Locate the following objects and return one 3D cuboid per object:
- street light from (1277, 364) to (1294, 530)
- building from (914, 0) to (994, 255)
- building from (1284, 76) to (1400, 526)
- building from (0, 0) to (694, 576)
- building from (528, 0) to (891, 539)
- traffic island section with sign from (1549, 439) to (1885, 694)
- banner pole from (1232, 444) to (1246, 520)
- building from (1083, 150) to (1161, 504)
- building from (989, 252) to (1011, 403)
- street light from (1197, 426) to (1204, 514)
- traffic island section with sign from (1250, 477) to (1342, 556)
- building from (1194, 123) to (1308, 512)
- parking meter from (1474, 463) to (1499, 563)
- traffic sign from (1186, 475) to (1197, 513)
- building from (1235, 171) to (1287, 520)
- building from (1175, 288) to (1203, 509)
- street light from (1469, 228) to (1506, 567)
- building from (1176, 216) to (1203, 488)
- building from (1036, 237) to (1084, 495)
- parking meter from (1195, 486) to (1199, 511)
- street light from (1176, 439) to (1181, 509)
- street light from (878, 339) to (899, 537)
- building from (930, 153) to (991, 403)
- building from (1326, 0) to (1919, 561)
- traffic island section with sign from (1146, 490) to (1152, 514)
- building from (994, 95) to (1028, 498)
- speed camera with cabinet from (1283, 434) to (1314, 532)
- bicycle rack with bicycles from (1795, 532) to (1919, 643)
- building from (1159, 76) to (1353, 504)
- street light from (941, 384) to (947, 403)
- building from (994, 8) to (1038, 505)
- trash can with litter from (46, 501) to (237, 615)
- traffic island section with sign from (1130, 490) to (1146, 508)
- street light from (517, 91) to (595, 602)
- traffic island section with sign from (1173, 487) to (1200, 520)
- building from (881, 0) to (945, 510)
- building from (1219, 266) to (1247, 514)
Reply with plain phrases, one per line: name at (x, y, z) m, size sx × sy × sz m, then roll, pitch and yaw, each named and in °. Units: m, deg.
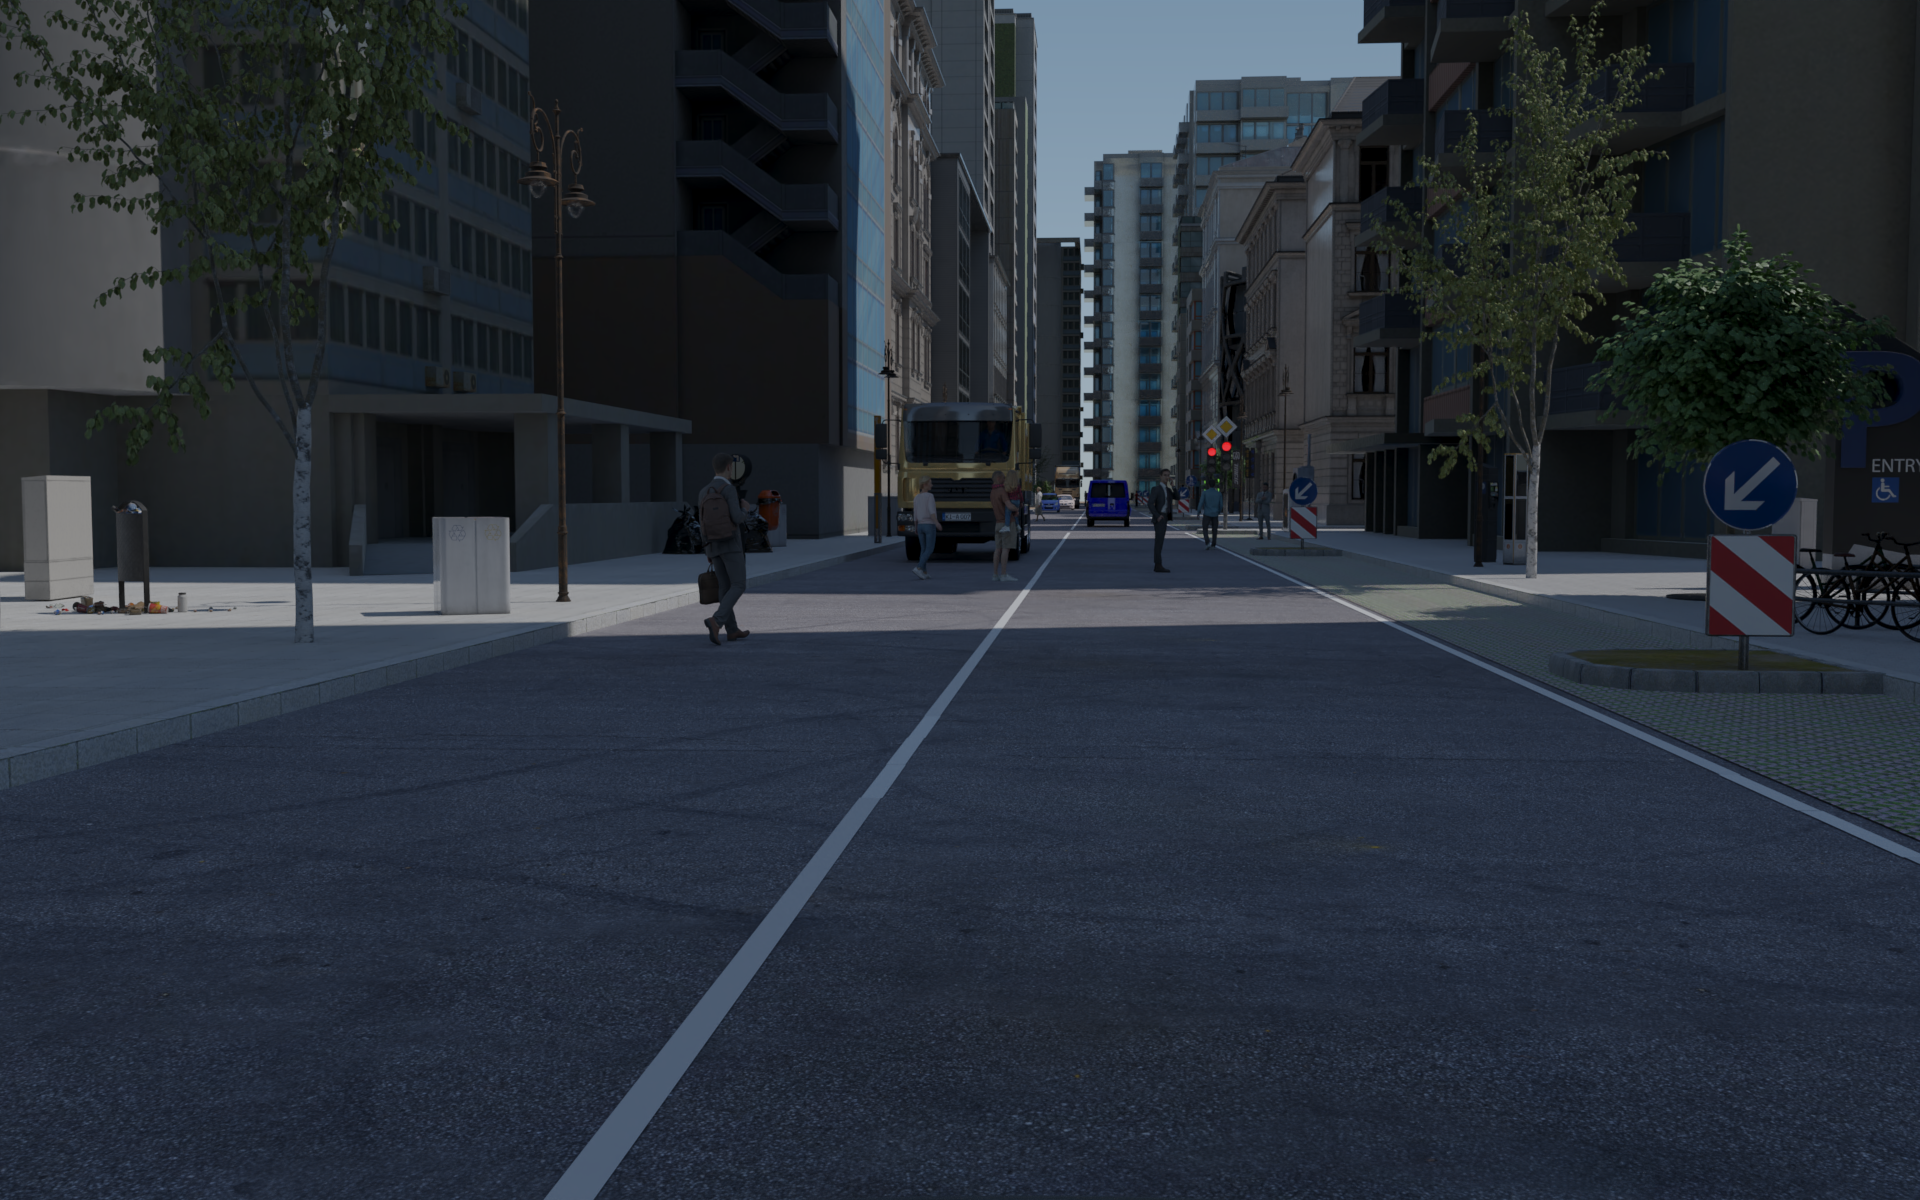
street light at (11.575, -5.438, 61.701) m, size 0.468 × 5.910 × 1.993 m, roll 0°, pitch 4°, yaw 5°
building at (-5.164, -43.885, 155.765) m, size 20.563 × 71.187 × 20.611 m, roll 0°, pitch 4°, yaw 5°
building at (24.361, -12.808, 74.039) m, size 19.286 × 19.102 × 10.561 m, roll 0°, pitch 4°, yaw 5°
building at (-22.792, -21.011, 35.415) m, size 32.217 × 40.220 × 23.993 m, roll 0°, pitch 4°, yaw 5°
building at (-10.113, -24.783, 55.308) m, size 14.200 × 45.320 × 14.600 m, roll 0°, pitch 4°, yaw 5°
traffic island section with sign at (5.673, -0.287, 13.319) m, size 1.989 × 1.847 × 2.006 m, roll 0°, pitch 4°, yaw 5°
banner pole at (13.856, -5.872, 86.032) m, size 0.863 × 3.779 × 0.401 m, roll 3°, pitch 5°, yaw 41°
building at (32.456, -37.944, 239.995) m, size 30.456 × 49.044 × 23.786 m, roll 0°, pitch 4°, yaw 5°
building at (-1.430, -17.478, 134.915) m, size 9.793 × 20.994 × 18.267 m, roll 0°, pitch 4°, yaw 5°
street light at (15.635, -8.547, 112.534) m, size 0.468 × 5.910 × 1.993 m, roll 0°, pitch 4°, yaw 5°
traffic island section with sign at (7.844, -1.955, 40.591) m, size 1.989 × 1.847 × 2.006 m, roll 0°, pitch 4°, yaw 5°
building at (25.551, -21.304, 134.228) m, size 13.634 × 28.700 × 20.117 m, roll 0°, pitch 4°, yaw 5°
parking meter at (9.899, -1.643, 32.569) m, size 0.255 × 1.863 × 0.399 m, roll -2°, pitch 4°, yaw -30°
traffic sign at (15.604, -7.139, 116.831) m, size 0.768 × 2.556 × 0.104 m, roll 1°, pitch 4°, yaw 12°
building at (20.721, -13.952, 92.743) m, size 10.561 × 19.102 × 19.286 m, roll 0°, pitch 4°, yaw 5°
building at (34.381, -19.209, 159.105) m, size 27.650 × 21.520 × 28.899 m, roll 0°, pitch 4°, yaw 5°
street light at (9.143, -3.521, 30.360) m, size 0.468 × 5.910 × 1.993 m, roll 0°, pitch 4°, yaw 5°
building at (29.714, -25.055, 181.349) m, size 14.160 × 30.474 × 14.107 m, roll 0°, pitch 4°, yaw 5°
building at (5.529, -33.896, 246.074) m, size 23.993 × 40.220 × 32.217 m, roll 0°, pitch 4°, yaw 5°
parking meter at (18.266, -7.806, 133.346) m, size 0.255 × 1.863 × 0.399 m, roll 0°, pitch 4°, yaw -1°
street light at (18.170, -10.477, 144.084) m, size 0.468 × 5.910 × 1.993 m, roll 0°, pitch 4°, yaw 5°
street light at (-2.131, -4.834, 51.829) m, size 0.468 × 5.910 × 1.993 m, roll 0°, pitch 4°, yaw 5°
building at (-6.014, -17.846, 110.853) m, size 14.314 × 24.678 × 30.058 m, roll 0°, pitch 4°, yaw 5°
building at (22.465, -23.864, 44.793) m, size 22.147 × 44.769 × 28.867 m, roll 0°, pitch 4°, yaw 5°
traffic island section with sign at (14.484, -7.045, 123.805) m, size 1.989 × 1.847 × 2.006 m, roll 0°, pitch 4°, yaw 5°
building at (-0.561, -29.975, 173.684) m, size 14.154 × 41.232 × 14.086 m, roll 0°, pitch 4°, yaw 5°
speed camera with cabinet at (11.301, -3.887, 57.893) m, size 0.660 × 3.252 × 2.038 m, roll 0°, pitch 4°, yaw -2°
bicycle rack with bicycles at (8.546, -0.146, 15.765) m, size 2.852 × 0.926 × 2.925 m, roll -3°, pitch 4°, yaw -36°
building at (36.258, -35.655, 202.572) m, size 23.786 × 49.044 × 30.456 m, roll 0°, pitch 4°, yaw 5°
street light at (-0.615, -6.024, 71.275) m, size 0.468 × 5.910 × 1.993 m, roll 0°, pitch 4°, yaw 5°
building at (-4.853, -40.909, 210.857) m, size 28.212 × 58.520 × 21.231 m, roll 0°, pitch 4°, yaw 5°
trash can with litter at (-9.201, -0.488, 19.041) m, size 2.233 × 1.210 × 1.678 m, roll 2°, pitch 4°, yaw 35°
traffic island section with sign at (20.503, -11.654, 199.162) m, size 1.989 × 1.847 × 2.006 m, roll 0°, pitch 4°, yaw 5°
street light at (-4.725, -2.916, 20.457) m, size 0.468 × 5.910 × 1.993 m, roll 0°, pitch 4°, yaw 5°
traffic island section with sign at (12.290, -5.363, 96.319) m, size 1.989 × 1.847 × 2.006 m, roll 0°, pitch 4°, yaw 5°
building at (-8.573, -18.117, 83.610) m, size 14.401 × 28.519 × 23.554 m, roll 0°, pitch 4°, yaw 5°
building at (25.813, -15.203, 116.022) m, size 16.820 × 18.784 × 16.811 m, roll 0°, pitch 4°, yaw 5°
